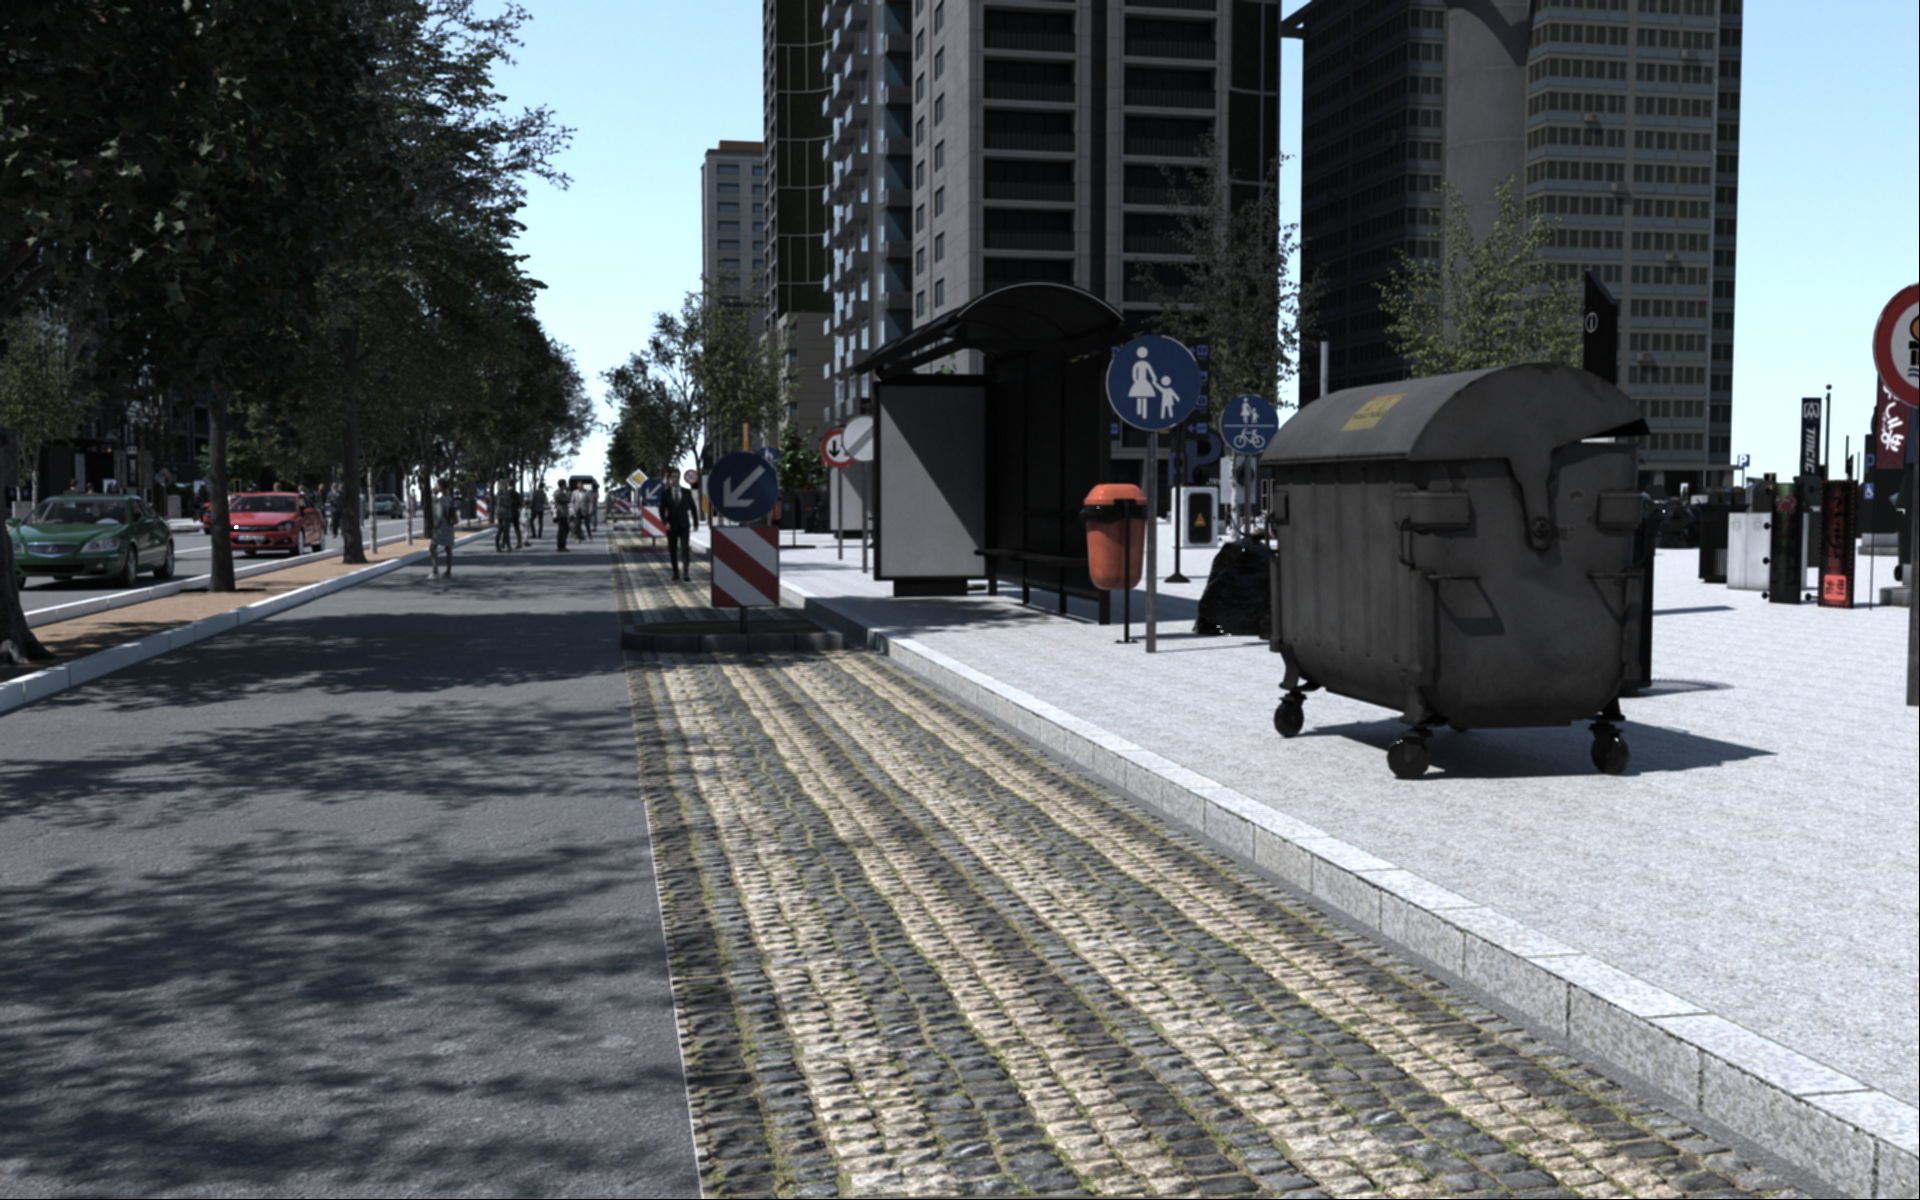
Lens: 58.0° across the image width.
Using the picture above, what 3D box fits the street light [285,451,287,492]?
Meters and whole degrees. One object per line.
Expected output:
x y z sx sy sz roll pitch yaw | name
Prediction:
-39.060 -7.801 100.327 0.468 5.910 1.993 -1 4 -12 | street light

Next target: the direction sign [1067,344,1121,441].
1.900 -2.039 25.336 0.876 3.537 0.379 0 4 2 | direction sign

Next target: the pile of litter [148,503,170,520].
-39.923 -4.412 86.095 1.176 0.858 1.719 -2 4 -30 | pile of litter

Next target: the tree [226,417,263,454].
-57.818 -11.606 140.114 4.737 8.622 4.395 0 3 0 | tree

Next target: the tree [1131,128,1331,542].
5.546 -5.171 34.905 4.360 8.622 3.978 0 3 0 | tree

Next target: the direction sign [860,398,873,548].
-2.039 -2.997 41.002 0.379 3.537 0.876 3 5 42 | direction sign

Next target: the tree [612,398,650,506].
-23.257 -10.973 129.769 4.737 8.622 4.395 0 3 0 | tree

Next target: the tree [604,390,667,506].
-34.498 -16.464 187.308 7.486 12.596 7.792 0 3 0 | tree

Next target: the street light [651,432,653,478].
-21.305 -8.992 119.805 0.468 5.910 1.993 -1 4 -12 | street light

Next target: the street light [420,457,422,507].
-54.782 -12.428 175.992 0.468 5.910 1.993 -1 4 -12 | street light

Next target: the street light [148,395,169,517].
-33.092 -6.047 71.657 0.468 5.910 1.993 -1 4 -12 | street light

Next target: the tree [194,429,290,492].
-36.760 -6.340 87.373 4.285 4.588 4.351 0 3 0 | tree

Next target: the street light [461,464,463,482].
-65.509 -15.612 228.046 0.468 5.910 1.993 -1 4 -12 | street light

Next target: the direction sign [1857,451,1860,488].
47.763 -6.124 92.131 0.379 3.537 0.876 2 4 25 | direction sign

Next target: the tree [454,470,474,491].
-69.117 -15.742 241.101 4.285 4.588 4.351 0 3 0 | tree

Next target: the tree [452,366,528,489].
-22.875 -8.036 84.209 4.737 8.622 4.395 0 3 0 | tree

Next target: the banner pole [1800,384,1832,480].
19.557 -3.029 39.539 0.863 3.779 0.401 0 4 -3 | banner pole

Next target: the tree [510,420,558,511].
-31.055 -10.543 125.202 4.360 8.622 3.978 0 3 0 | tree

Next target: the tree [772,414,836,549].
-3.998 -2.841 41.056 1.663 3.219 1.824 0 3 0 | tree

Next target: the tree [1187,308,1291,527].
10.582 -7.151 67.275 4.737 8.622 4.395 0 3 0 | tree

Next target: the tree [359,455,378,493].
-46.473 -9.149 133.297 4.285 4.588 4.351 0 3 0 | tree

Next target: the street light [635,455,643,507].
-30.964 -11.830 166.200 0.468 5.910 1.993 -1 4 -12 | street light

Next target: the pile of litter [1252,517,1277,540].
8.743 -2.147 49.066 1.719 0.858 1.176 -2 4 -32 | pile of litter

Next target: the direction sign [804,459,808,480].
-9.866 -7.118 108.370 0.876 3.537 0.379 -3 5 -41 | direction sign

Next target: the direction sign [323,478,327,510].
-52.566 -9.244 143.136 0.379 3.537 0.876 -1 4 -22 | direction sign

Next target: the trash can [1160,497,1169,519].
10.556 -4.706 88.592 0.748 1.137 0.748 0 3 0 | trash can

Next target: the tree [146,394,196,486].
-50.275 -9.671 108.483 4.737 8.622 4.395 0 3 0 | tree

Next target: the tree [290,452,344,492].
-42.476 -7.871 112.406 4.285 4.588 4.351 0 3 0 | tree

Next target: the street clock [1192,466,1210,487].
6.300 -2.495 45.358 0.358 2.002 0.471 -2 4 -28 | street clock

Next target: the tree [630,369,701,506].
-17.644 -9.340 103.073 4.360 8.622 3.978 0 3 0 | tree

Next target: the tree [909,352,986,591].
-0.119 -1.743 23.098 1.663 3.219 1.824 0 3 0 | tree

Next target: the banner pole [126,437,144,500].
-35.870 -5.227 75.476 0.863 3.779 0.401 -1 4 -15 | banner pole

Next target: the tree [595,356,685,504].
-43.117 -23.168 234.688 12.611 20.169 13.585 0 3 0 | tree

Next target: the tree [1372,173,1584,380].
11.745 -5.447 39.425 4.737 8.622 4.395 0 3 0 | tree

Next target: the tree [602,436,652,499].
-56.712 -23.189 296.146 9.611 12.733 9.660 0 3 0 | tree

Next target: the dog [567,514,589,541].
-11.684 -2.228 53.260 0.800 0.831 0.513 0 4 0 | dog

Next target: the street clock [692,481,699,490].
-13.921 -5.301 91.242 0.471 2.002 0.358 2 4 25 | street clock

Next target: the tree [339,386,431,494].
-51.187 -15.129 154.010 9.857 13.997 8.962 0 3 0 | tree

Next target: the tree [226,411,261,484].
-53.985 -11.066 131.286 4.360 8.622 3.978 0 3 0 | tree

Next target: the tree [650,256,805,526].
-7.096 -6.380 54.682 4.737 8.622 4.395 0 3 0 | tree

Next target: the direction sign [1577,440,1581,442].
18.872 -3.689 52.308 0.876 3.537 0.379 -3 4 -36 | direction sign

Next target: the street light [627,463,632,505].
-37.050 -13.593 195.024 0.468 5.910 1.993 -1 4 -12 | street light

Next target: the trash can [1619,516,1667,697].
4.128 0.032 11.127 0.748 1.137 0.748 0 3 0 | trash can

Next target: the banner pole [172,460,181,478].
-58.050 -8.471 128.514 0.401 3.779 0.863 2 4 29 | banner pole

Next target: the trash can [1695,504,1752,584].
11.002 -0.816 24.995 0.748 1.137 0.748 0 3 0 | trash can

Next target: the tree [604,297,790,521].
-12.238 -9.005 81.650 8.767 10.594 7.601 -1 4 -20 | tree

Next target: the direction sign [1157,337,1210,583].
3.158 -2.022 25.062 0.876 3.537 0.379 0 4 3 | direction sign

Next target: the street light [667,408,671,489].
-15.342 -7.238 91.133 0.468 5.910 1.993 -1 4 -12 | street light

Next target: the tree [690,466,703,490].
-16.256 -6.956 108.336 1.663 3.219 1.824 0 3 0 | tree

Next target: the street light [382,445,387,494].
-48.753 -10.650 146.922 0.468 5.910 1.993 -1 4 -12 | street light

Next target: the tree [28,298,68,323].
-30.824 -6.570 57.777 4.737 8.622 4.395 0 3 0 | tree

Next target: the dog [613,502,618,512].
-27.913 -7.565 140.523 0.513 0.831 0.800 -2 4 -23 | dog
